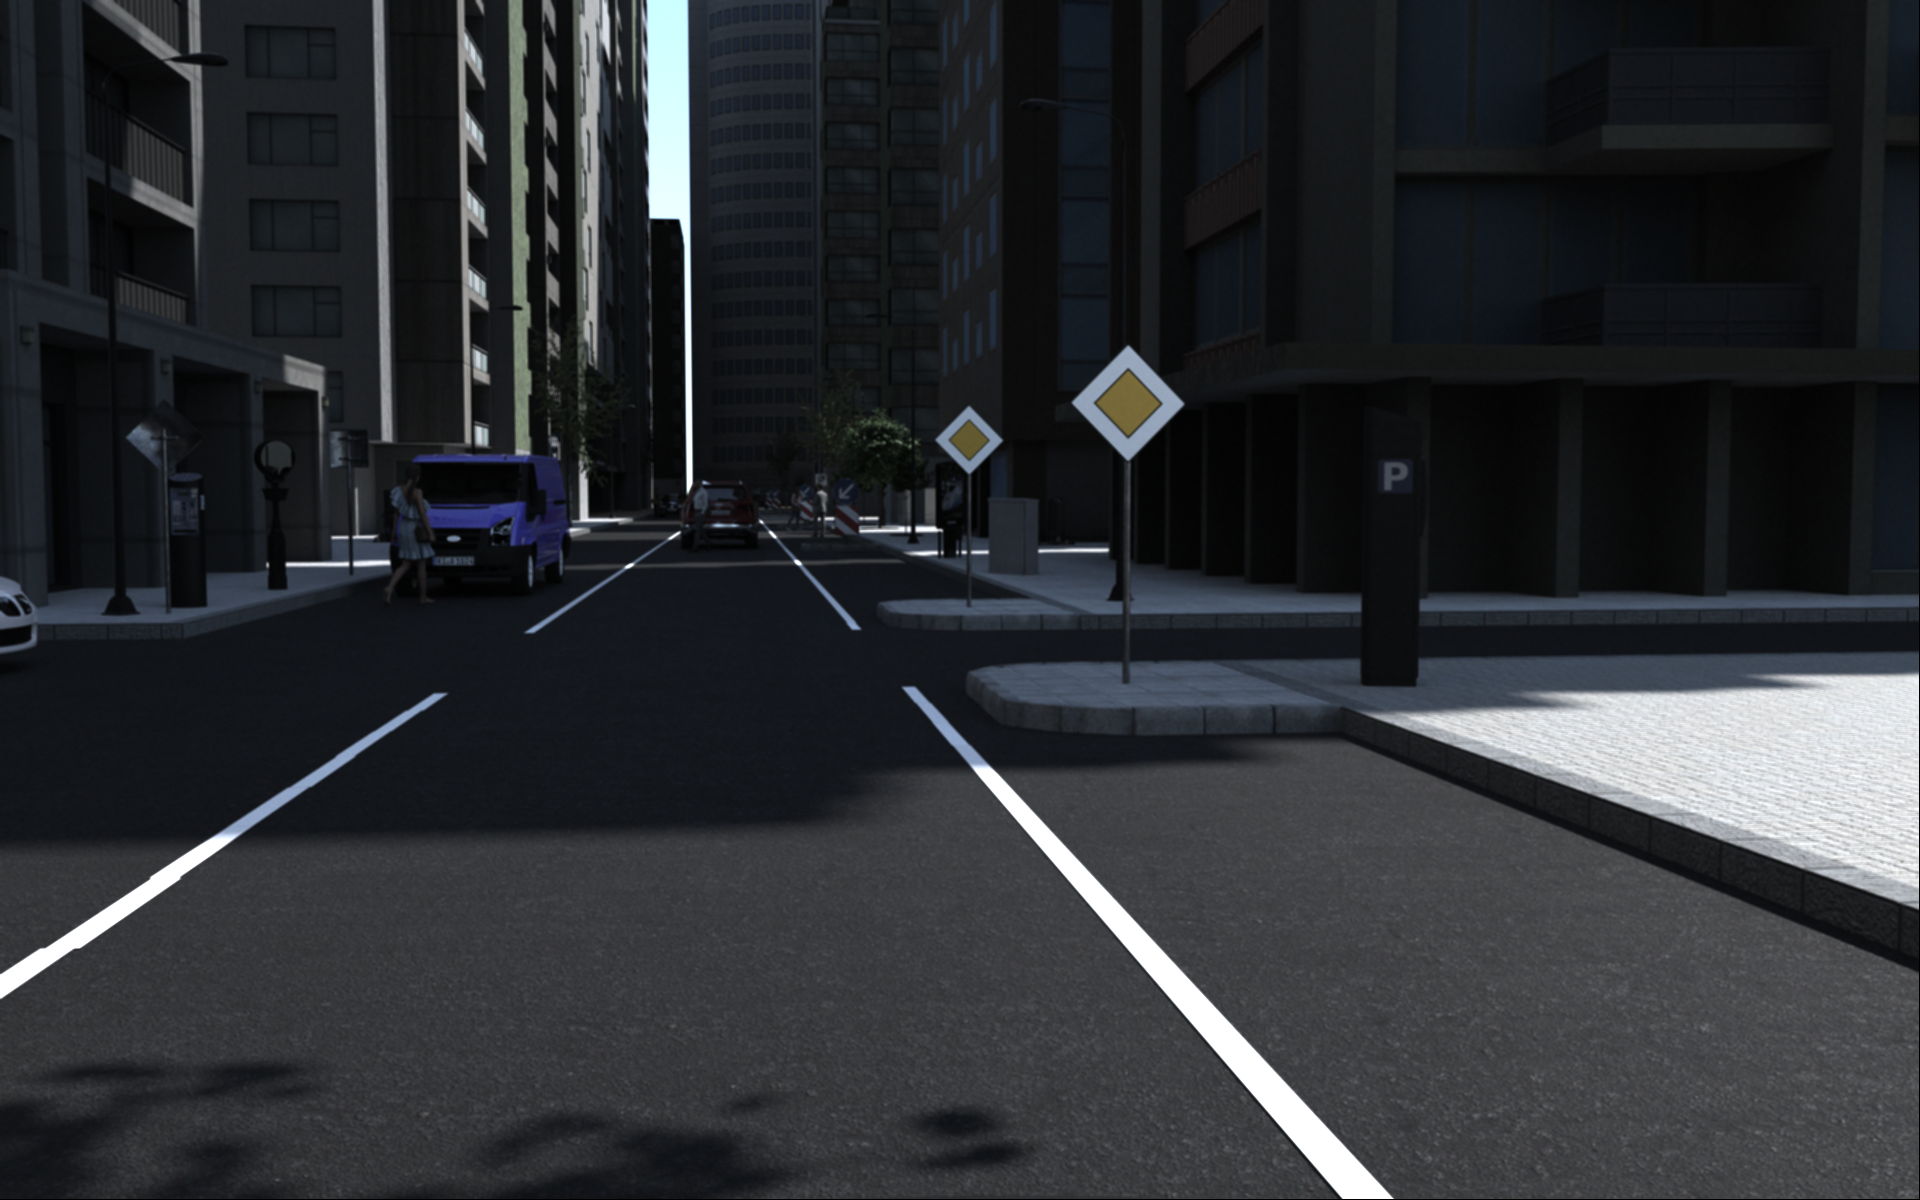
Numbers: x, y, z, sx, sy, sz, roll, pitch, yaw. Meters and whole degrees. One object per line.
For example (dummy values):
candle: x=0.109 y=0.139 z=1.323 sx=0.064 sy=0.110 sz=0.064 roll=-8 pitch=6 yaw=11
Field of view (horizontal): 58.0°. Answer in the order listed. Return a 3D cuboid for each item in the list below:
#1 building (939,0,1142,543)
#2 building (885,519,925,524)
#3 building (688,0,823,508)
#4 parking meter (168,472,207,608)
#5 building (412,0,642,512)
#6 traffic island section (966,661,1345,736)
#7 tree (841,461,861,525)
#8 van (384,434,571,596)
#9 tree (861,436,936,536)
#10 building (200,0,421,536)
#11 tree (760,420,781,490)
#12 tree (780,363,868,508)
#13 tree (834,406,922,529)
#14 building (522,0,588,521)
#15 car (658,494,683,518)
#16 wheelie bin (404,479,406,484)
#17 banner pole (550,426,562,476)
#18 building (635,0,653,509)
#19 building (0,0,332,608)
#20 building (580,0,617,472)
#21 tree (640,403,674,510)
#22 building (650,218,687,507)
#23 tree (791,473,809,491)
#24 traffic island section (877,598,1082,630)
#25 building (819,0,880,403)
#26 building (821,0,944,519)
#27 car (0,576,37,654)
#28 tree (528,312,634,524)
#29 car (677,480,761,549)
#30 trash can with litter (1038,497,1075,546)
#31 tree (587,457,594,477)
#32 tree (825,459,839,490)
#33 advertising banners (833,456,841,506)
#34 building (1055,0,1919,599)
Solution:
building: x=7.036 y=-24.568 z=51.793 sx=14.600 sy=45.320 sz=14.200 roll=0 pitch=4 yaw=-7
building: x=3.125 y=-18.916 z=80.977 sx=14.160 sy=30.474 sz=14.107 roll=0 pitch=4 yaw=-7
building: x=-15.157 y=-39.554 z=188.712 sx=28.212 sy=58.520 sz=21.231 roll=0 pitch=4 yaw=-7
parking meter: x=-8.763 y=-0.687 z=19.644 sx=0.372 sy=1.533 sz=0.369 roll=0 pitch=3 yaw=0
building: x=-31.030 y=-27.106 z=126.772 sx=14.154 sy=41.232 sz=14.086 roll=0 pitch=4 yaw=-7
traffic island section: x=1.143 y=0.645 z=11.743 sx=2.009 sy=0.180 sz=2.903 roll=0 pitch=4 yaw=-7
tree: x=-4.038 y=-4.755 z=72.348 sx=1.663 sy=3.219 sz=1.824 roll=0 pitch=3 yaw=0
van: x=-7.166 y=-1.331 z=26.144 sx=2.240 sy=2.365 sz=5.245 roll=0 pitch=4 yaw=-6
tree: x=-1.741 y=-3.572 z=53.005 sx=1.663 sy=3.219 sz=1.824 roll=0 pitch=3 yaw=0
building: x=-22.353 y=-22.848 z=57.159 sx=14.154 sy=41.232 sz=14.086 roll=0 pitch=4 yaw=-7
tree: x=-16.641 y=-13.030 z=163.395 sx=4.737 sy=8.622 sz=4.395 roll=0 pitch=3 yaw=0
tree: x=-7.078 y=-8.943 z=96.576 sx=4.737 sy=8.622 sz=4.395 roll=0 pitch=3 yaw=0
tree: x=-3.061 y=-4.923 z=64.213 sx=4.285 sy=4.588 sz=4.351 roll=0 pitch=3 yaw=0
building: x=-24.974 y=-18.819 z=79.388 sx=14.160 sy=30.474 sz=14.107 roll=0 pitch=4 yaw=-7
car: x=-17.613 y=-5.918 z=106.540 sx=2.009 sy=1.686 sz=4.222 roll=0 pitch=4 yaw=-6
wheelie bin: x=-11.833 y=-1.815 z=37.582 sx=0.693 sy=1.594 sz=0.980 roll=2 pitch=4 yaw=27
banner pole: x=-14.816 y=-4.510 z=63.762 sx=0.401 sy=3.779 sz=0.863 roll=1 pitch=4 yaw=23
building: x=-41.981 y=-37.412 z=153.687 sx=28.212 sy=58.520 sz=21.231 roll=0 pitch=4 yaw=-7
building: x=-21.763 y=-35.933 z=25.751 sx=20.563 sy=71.187 sz=20.611 roll=0 pitch=4 yaw=-7
building: x=-35.450 y=-31.509 z=104.410 sx=28.713 sy=52.752 sz=27.495 roll=0 pitch=4 yaw=-7
tree: x=-25.043 y=-11.520 z=138.706 sx=4.360 sy=8.622 sz=3.978 roll=0 pitch=3 yaw=0
building: x=-36.043 y=-25.133 z=182.623 sx=14.107 sy=30.474 sz=14.160 roll=0 pitch=4 yaw=-7
tree: x=-14.561 y=-9.929 z=156.933 sx=1.663 sy=3.219 sz=1.824 roll=0 pitch=3 yaw=0
traffic island section: x=0.122 y=0.160 z=19.663 sx=2.009 sy=0.180 sz=2.903 roll=0 pitch=4 yaw=-7
building: x=3.635 y=-32.985 z=128.541 sx=28.713 sy=52.752 sz=27.495 roll=0 pitch=4 yaw=-7
building: x=-1.631 y=-20.544 z=107.602 sx=14.160 sy=30.474 sz=14.107 roll=0 pitch=4 yaw=-7
car: x=-9.934 y=-0.078 z=13.639 sx=4.827 sy=1.381 sz=2.083 roll=0 pitch=4 yaw=-7
tree: x=-15.711 y=-7.333 z=70.259 sx=4.737 sy=8.622 sz=4.395 roll=0 pitch=3 yaw=0
car: x=-6.563 y=-2.357 z=47.217 sx=2.281 sy=1.827 sz=5.304 roll=0 pitch=4 yaw=-8
trash can with litter: x=2.047 y=-1.980 z=43.430 sx=2.233 sy=1.210 sz=1.678 roll=-3 pitch=4 yaw=-39
tree: x=-21.013 y=-6.573 z=91.186 sx=4.285 sy=4.588 sz=4.351 roll=0 pitch=3 yaw=0
tree: x=-5.156 y=-5.246 z=80.367 sx=1.663 sy=3.219 sz=1.824 roll=0 pitch=3 yaw=0
advertising banners: x=-5.420 y=-4.931 z=76.812 sx=0.090 sy=3.025 sz=2.074 roll=0 pitch=4 yaw=4
building: x=16.641 y=-23.014 z=30.906 sx=28.867 sy=44.769 sz=22.147 roll=0 pitch=4 yaw=-7
